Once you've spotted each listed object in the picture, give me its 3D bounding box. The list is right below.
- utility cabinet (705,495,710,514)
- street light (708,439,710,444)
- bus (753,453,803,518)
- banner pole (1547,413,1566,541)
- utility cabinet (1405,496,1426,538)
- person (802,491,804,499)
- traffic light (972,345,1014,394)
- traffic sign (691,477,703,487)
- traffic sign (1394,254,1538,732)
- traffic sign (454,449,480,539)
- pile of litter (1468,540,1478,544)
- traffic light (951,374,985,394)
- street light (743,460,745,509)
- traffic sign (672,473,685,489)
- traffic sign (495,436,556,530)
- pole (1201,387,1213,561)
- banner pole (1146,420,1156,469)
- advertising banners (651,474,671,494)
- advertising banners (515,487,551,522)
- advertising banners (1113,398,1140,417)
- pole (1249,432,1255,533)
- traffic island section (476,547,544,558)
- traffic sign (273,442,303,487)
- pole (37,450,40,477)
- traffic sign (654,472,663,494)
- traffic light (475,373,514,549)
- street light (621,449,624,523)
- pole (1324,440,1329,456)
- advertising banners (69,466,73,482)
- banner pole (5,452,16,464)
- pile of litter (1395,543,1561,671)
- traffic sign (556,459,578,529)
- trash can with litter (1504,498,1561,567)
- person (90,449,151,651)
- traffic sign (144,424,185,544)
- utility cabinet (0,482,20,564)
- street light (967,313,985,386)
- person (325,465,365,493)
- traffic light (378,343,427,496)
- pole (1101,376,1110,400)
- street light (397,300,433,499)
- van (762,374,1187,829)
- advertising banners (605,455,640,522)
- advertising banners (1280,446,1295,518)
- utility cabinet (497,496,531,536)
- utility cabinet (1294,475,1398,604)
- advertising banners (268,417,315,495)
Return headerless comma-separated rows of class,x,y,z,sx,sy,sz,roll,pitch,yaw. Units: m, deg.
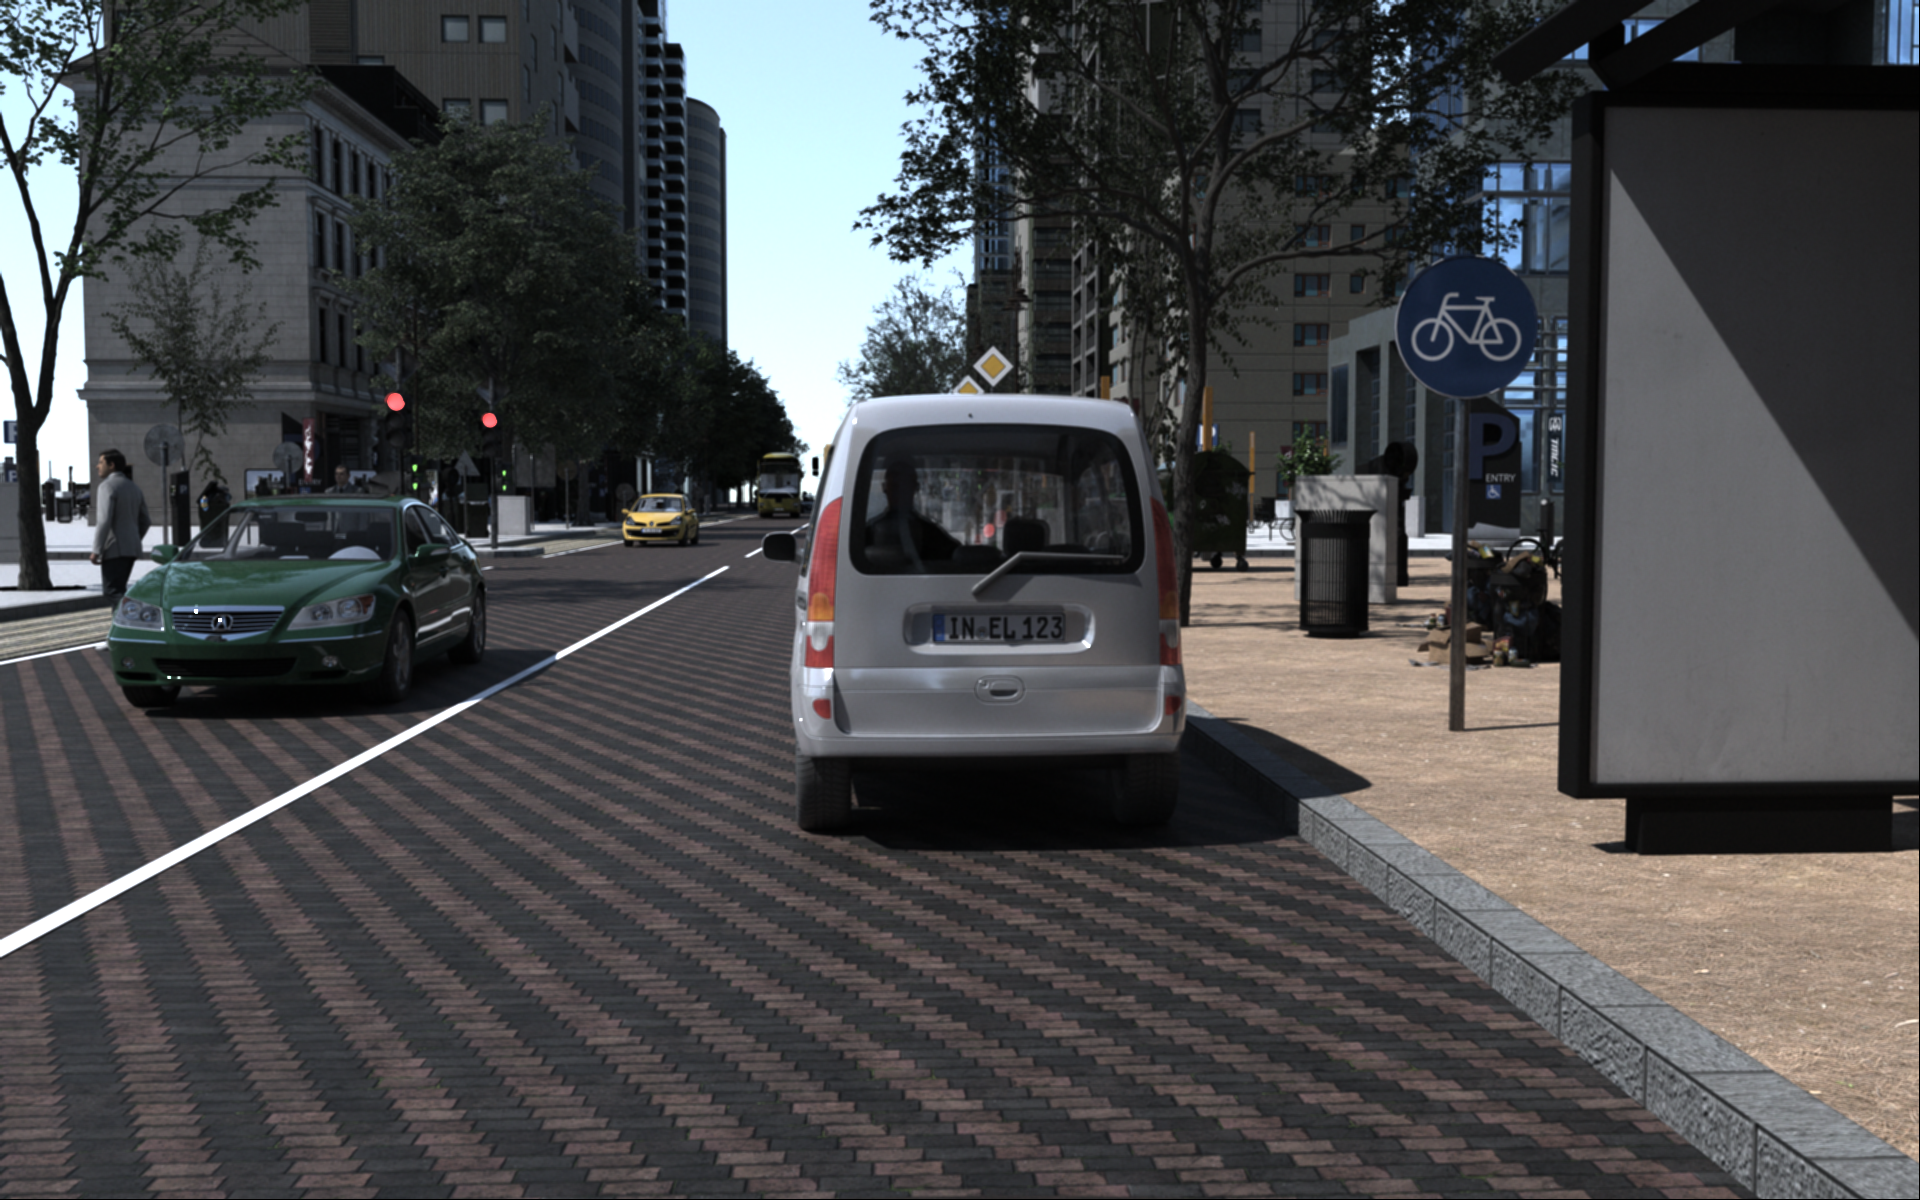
utility cabinet,-16.555,-6.258,113.476,0.306,1.237,1.020,-1,4,-10
street light,-17.103,-8.813,116.886,0.468,5.910,1.993,0,4,-3
bus,-11.096,-7.061,106.992,2.896,3.916,12.252,0,4,-5
banner pole,16.294,-3.491,47.088,0.401,3.779,0.863,-2,4,-35
utility cabinet,13.161,-2.424,50.801,0.306,1.237,1.020,-2,4,-34
person,-21.257,-13.880,235.417,0.705,1.826,1.348,1,4,10
traffic light,0.606,-2.687,32.850,0.839,4.253,0.868,0,4,-3
traffic sign,-17.236,-6.878,113.640,0.795,2.450,0.064,0,4,4
traffic sign,2.691,-0.563,9.305,0.768,2.556,0.104,0,4,0
traffic sign,-14.216,-3.044,49.768,0.884,2.594,0.081,0,4,4
pile of litter,5.009,-0.152,16.449,1.176,0.858,1.719,-2,4,-33
traffic light,0.172,-3.174,40.823,0.839,4.253,0.868,0,4,-3
street light,-19.009,-10.972,152.175,0.468,5.910,1.993,0,4,-3
traffic sign,-16.628,-6.261,102.474,0.768,2.556,0.104,0,4,-1
traffic sign,-15.388,-4.109,61.052,2.265,3.308,0.079,0,4,1
pole,4.707,-2.393,32.977,0.158,3.312,0.155,0,3,0
banner pole,6.364,-4.172,58.229,0.863,3.779,0.401,-3,4,-36
advertising banners,-17.738,-6.480,102.139,0.090,3.025,2.074,2,4,30
advertising banners,-19.651,-5.044,78.650,2.074,3.025,0.090,-2,4,-27
advertising banners,2.277,-2.165,31.590,2.074,3.025,0.090,0,4,-1
pole,9.554,-3.845,56.707,0.158,3.312,0.155,0,3,0
traffic island section,-10.862,-1.105,40.344,2.009,0.180,2.903,0,4,-3
traffic sign,-16.357,-2.574,42.198,0.768,2.556,0.104,0,4,2
pole,-42.449,-5.255,79.757,0.158,3.312,0.155,0,3,0
traffic sign,-18.128,-6.307,103.121,0.884,2.594,0.081,0,4,3
traffic light,-10.822,-3.137,40.211,0.839,4.253,0.868,0,4,-3
street light,-14.890,-6.337,76.393,0.468,5.910,1.993,0,4,-3
pole,13.911,-4.401,65.805,0.158,3.312,0.155,0,3,0
advertising banners,-55.196,-6.771,106.898,0.090,3.025,2.074,0,4,-2
banner pole,-55.850,-6.858,102.139,0.863,3.779,0.401,-1,4,-19
pile of litter,4.042,0.039,13.325,1.719,0.858,1.176,-2,4,-34
traffic sign,-14.303,-3.850,63.060,0.768,2.556,0.104,0,4,-2
trash can with litter,10.612,-1.251,31.516,1.678,1.210,2.233,1,4,13
person,-7.557,-0.451,15.721,0.795,1.843,0.661,1,4,9
traffic sign,-14.501,-1.924,31.569,0.768,2.556,0.104,0,4,5
utility cabinet,-17.423,-1.401,31.590,1.173,1.500,0.318,-2,4,-25
street light,0.459,-4.383,44.444,0.468,5.910,1.993,0,4,-3
person,-8.016,-0.843,22.383,0.694,1.812,0.767,0,4,5
traffic light,-10.388,-2.649,32.238,0.839,4.253,0.868,0,4,-3
pole,2.516,-2.216,30.076,0.158,3.312,0.155,0,3,0
street light,-12.965,-4.194,41.358,0.468,5.910,1.993,0,4,-3
van,-0.012,-0.111,8.821,2.013,2.044,4.112,0,4,-5
advertising banners,-15.462,-5.034,78.493,2.074,3.025,0.090,-2,4,-35
advertising banners,12.618,-4.074,62.792,2.074,3.025,0.090,0,4,-2
utility cabinet,-13.671,-2.568,53.152,1.020,1.237,0.306,1,4,20
utility cabinet,4.540,-0.715,20.365,1.173,1.500,0.318,3,5,40
advertising banners,-15.454,-2.684,40.079,2.074,3.025,0.090,3,5,40
